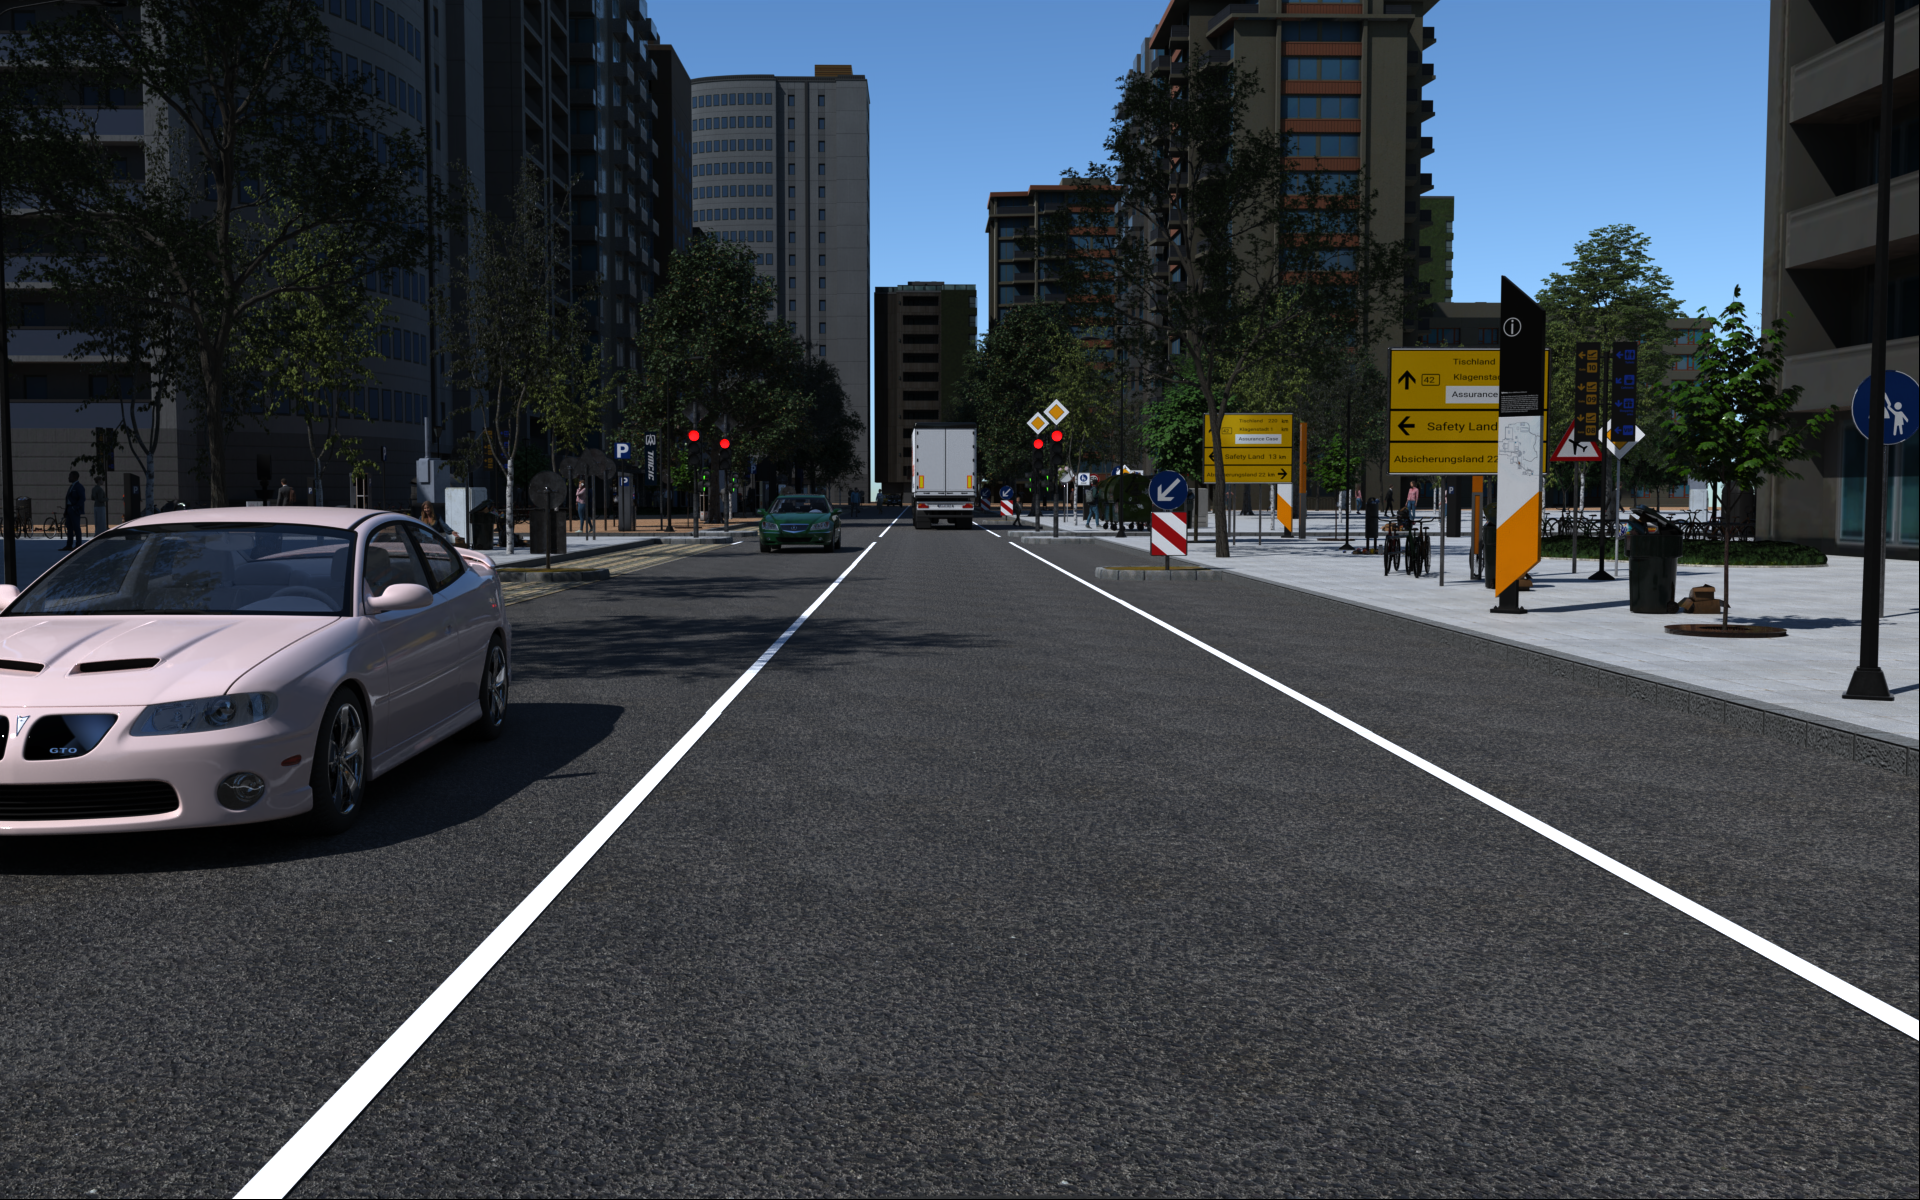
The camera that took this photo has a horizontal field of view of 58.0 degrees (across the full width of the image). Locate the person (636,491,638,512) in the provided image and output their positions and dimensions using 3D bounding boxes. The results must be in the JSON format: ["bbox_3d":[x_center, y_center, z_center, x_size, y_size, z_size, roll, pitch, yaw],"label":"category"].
[{"bbox_3d":[-20.493,-6.273,109.003,0.661,1.777,0.834,-3,5,-44],"label":"person"}]

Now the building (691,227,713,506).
[{"bbox_3d":[-34.211,-25.507,188.742,14.107,30.474,14.160,0,4,-1],"label":"building"}]

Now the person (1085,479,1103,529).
[{"bbox_3d":[4.949,-3.533,63.791,0.713,1.824,0.794,0,4,6],"label":"person"}]

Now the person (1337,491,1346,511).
[{"bbox_3d":[23.149,-6.011,104.673,0.694,1.780,0.624,-1,4,-11],"label":"person"}]

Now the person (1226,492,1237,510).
[{"bbox_3d":[21.319,-7.976,137.155,1.217,1.736,0.721,2,4,25],"label":"person"}]

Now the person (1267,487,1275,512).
[{"bbox_3d":[21.804,-7.062,121.389,0.818,1.842,0.514,-1,4,-21],"label":"person"}]

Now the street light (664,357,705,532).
[{"bbox_3d":[-9.321,-5.267,58.660,1.470,5.913,1.316,0,4,-1],"label":"street light"}]

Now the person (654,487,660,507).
[{"bbox_3d":[-21.859,-7.269,125.065,0.511,1.800,0.466,-1,4,-18],"label":"person"}]

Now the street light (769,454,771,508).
[{"bbox_3d":[-10.278,-7.699,98.415,1.470,5.913,1.316,0,4,-1],"label":"street light"}]

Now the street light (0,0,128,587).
[{"bbox_3d":[-8.399,-2.668,16.165,1.470,5.913,1.316,0,4,-1],"label":"street light"}]

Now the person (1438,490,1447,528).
[{"bbox_3d":[18.539,-3.638,66.191,0.731,1.740,0.598,-3,5,-40],"label":"person"}]

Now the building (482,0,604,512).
[{"bbox_3d":[-35.446,-41.523,117.161,20.563,71.187,20.611,0,4,-1],"label":"building"}]

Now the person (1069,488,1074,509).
[{"bbox_3d":[9.354,-8.421,144.283,0.434,1.755,0.990,-2,4,-26],"label":"person"}]

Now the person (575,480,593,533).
[{"bbox_3d":[-12.541,-3.132,57.840,0.643,1.750,0.593,-1,4,-11],"label":"person"}]

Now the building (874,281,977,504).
[{"bbox_3d":[-4.806,-28.556,238.584,14.107,30.474,14.160,0,4,-1],"label":"building"}]

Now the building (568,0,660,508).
[{"bbox_3d":[-38.063,-32.307,147.824,23.786,49.044,30.456,0,4,-1],"label":"building"}]

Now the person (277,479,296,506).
[{"bbox_3d":[-23.824,-3.382,61.302,0.822,1.834,0.622,3,4,37],"label":"person"}]

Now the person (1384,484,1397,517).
[{"bbox_3d":[24.526,-5.674,98.591,0.755,1.850,0.659,1,4,10],"label":"person"}]

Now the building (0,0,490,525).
[{"bbox_3d":[-37.330,-33.164,84.231,21.231,58.520,28.212,0,4,-1],"label":"building"}]

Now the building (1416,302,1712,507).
[{"bbox_3d":[59.068,-20.711,183.663,28.899,21.520,27.650,0,4,-1],"label":"building"}]

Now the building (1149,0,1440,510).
[{"bbox_3d":[28.280,-30.399,151.653,22.147,44.769,28.867,0,4,-1],"label":"building"}]

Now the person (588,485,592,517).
[{"bbox_3d":[-20.794,-5.594,97.682,0.419,1.800,0.721,1,4,17],"label":"person"}]

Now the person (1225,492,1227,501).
[{"bbox_3d":[19.715,-7.573,130.129,0.678,1.792,0.850,-2,4,-27],"label":"person"}]

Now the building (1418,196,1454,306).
[{"bbox_3d":[59.072,-34.008,239.630,14.086,41.232,14.154,0,4,-1],"label":"building"}]

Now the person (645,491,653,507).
[{"bbox_3d":[-23.545,-7.631,131.239,0.576,1.772,0.534,-1,4,-19],"label":"person"}]

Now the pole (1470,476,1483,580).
[{"bbox_3d":[7.738,-1.959,25.870,0.158,3.312,0.155,0,3,0],"label":"pole"}]

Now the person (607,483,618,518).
[{"bbox_3d":[-18.436,-5.246,91.585,0.755,1.850,0.659,1,4,10],"label":"person"}]

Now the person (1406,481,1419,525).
[{"bbox_3d":[18.643,-4.001,71.464,0.555,1.821,0.388,3,5,40],"label":"person"}]

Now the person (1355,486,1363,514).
[{"bbox_3d":[25.757,-6.465,111.750,0.388,1.821,0.555,-3,4,-39],"label":"person"}]

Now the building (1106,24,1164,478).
[{"bbox_3d":[28.081,-34.344,181.132,23.786,49.044,30.456,0,4,-1],"label":"building"}]

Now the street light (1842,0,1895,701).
[{"bbox_3d":[5.174,-2.335,10.718,1.470,5.913,1.316,0,4,-1],"label":"street light"}]

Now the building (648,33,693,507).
[{"bbox_3d":[-34.088,-31.817,170.320,14.600,45.320,14.200,0,4,-1],"label":"building"}]

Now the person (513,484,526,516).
[{"bbox_3d":[-24.427,-5.508,96.066,0.822,1.834,0.622,1,4,12],"label":"person"}]

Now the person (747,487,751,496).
[{"bbox_3d":[-16.098,-7.699,132.194,0.793,1.790,0.793,2,4,29],"label":"person"}]

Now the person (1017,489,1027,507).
[{"bbox_3d":[6.023,-10.073,170.745,1.348,1.824,0.705,1,4,21],"label":"person"}]

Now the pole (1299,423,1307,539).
[{"bbox_3d":[9.818,-3.410,49.595,0.158,3.312,0.155,0,3,0],"label":"pole"}]

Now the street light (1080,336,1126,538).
[{"bbox_3d":[4.232,-4.805,51.095,1.470,5.913,1.316,0,4,-1],"label":"street light"}]

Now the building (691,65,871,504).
[{"bbox_3d":[-26.639,-42.755,241.040,28.212,58.520,21.231,0,4,-1],"label":"building"}]

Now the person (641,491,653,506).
[{"bbox_3d":[-24.271,-7.737,132.752,1.509,1.804,0.699,-1,4,-12],"label":"person"}]

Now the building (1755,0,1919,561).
[{"bbox_3d":[28.119,-24.595,25.825,21.300,48.544,21.600,0,4,-1],"label":"building"}]

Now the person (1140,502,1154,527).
[{"bbox_3d":[7.014,-3.632,65.650,0.641,1.798,0.478,-2,4,-29],"label":"person"}]

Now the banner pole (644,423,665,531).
[{"bbox_3d":[-10.722,-4.336,60.917,0.863,3.779,0.401,1,4,16],"label":"banner pole"}]

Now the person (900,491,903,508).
[{"bbox_3d":[-6.245,-10.629,182.801,0.721,1.766,1.217,0,3,0],"label":"person"}]

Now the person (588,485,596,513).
[{"bbox_3d":[-21.293,-5.723,99.788,0.661,1.801,0.590,2,4,33],"label":"person"}]

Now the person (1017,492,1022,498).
[{"bbox_3d":[5.299,-9.880,167.211,1.348,1.869,0.705,0,4,0],"label":"person"}]

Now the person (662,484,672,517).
[{"bbox_3d":[-16.494,-5.568,97.182,0.679,1.850,0.850,-1,4,-12],"label":"person"}]

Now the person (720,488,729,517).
[{"bbox_3d":[-12.164,-5.125,90.024,0.473,1.802,0.592,-3,4,-38],"label":"person"}]

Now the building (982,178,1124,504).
[{"bbox_3d":[16.586,-35.959,242.551,28.867,44.769,22.147,0,4,-1],"label":"building"}]

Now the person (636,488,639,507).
[{"bbox_3d":[-23.824,-7.364,127.445,0.512,1.701,0.522,-1,4,-9],"label":"person"}]
